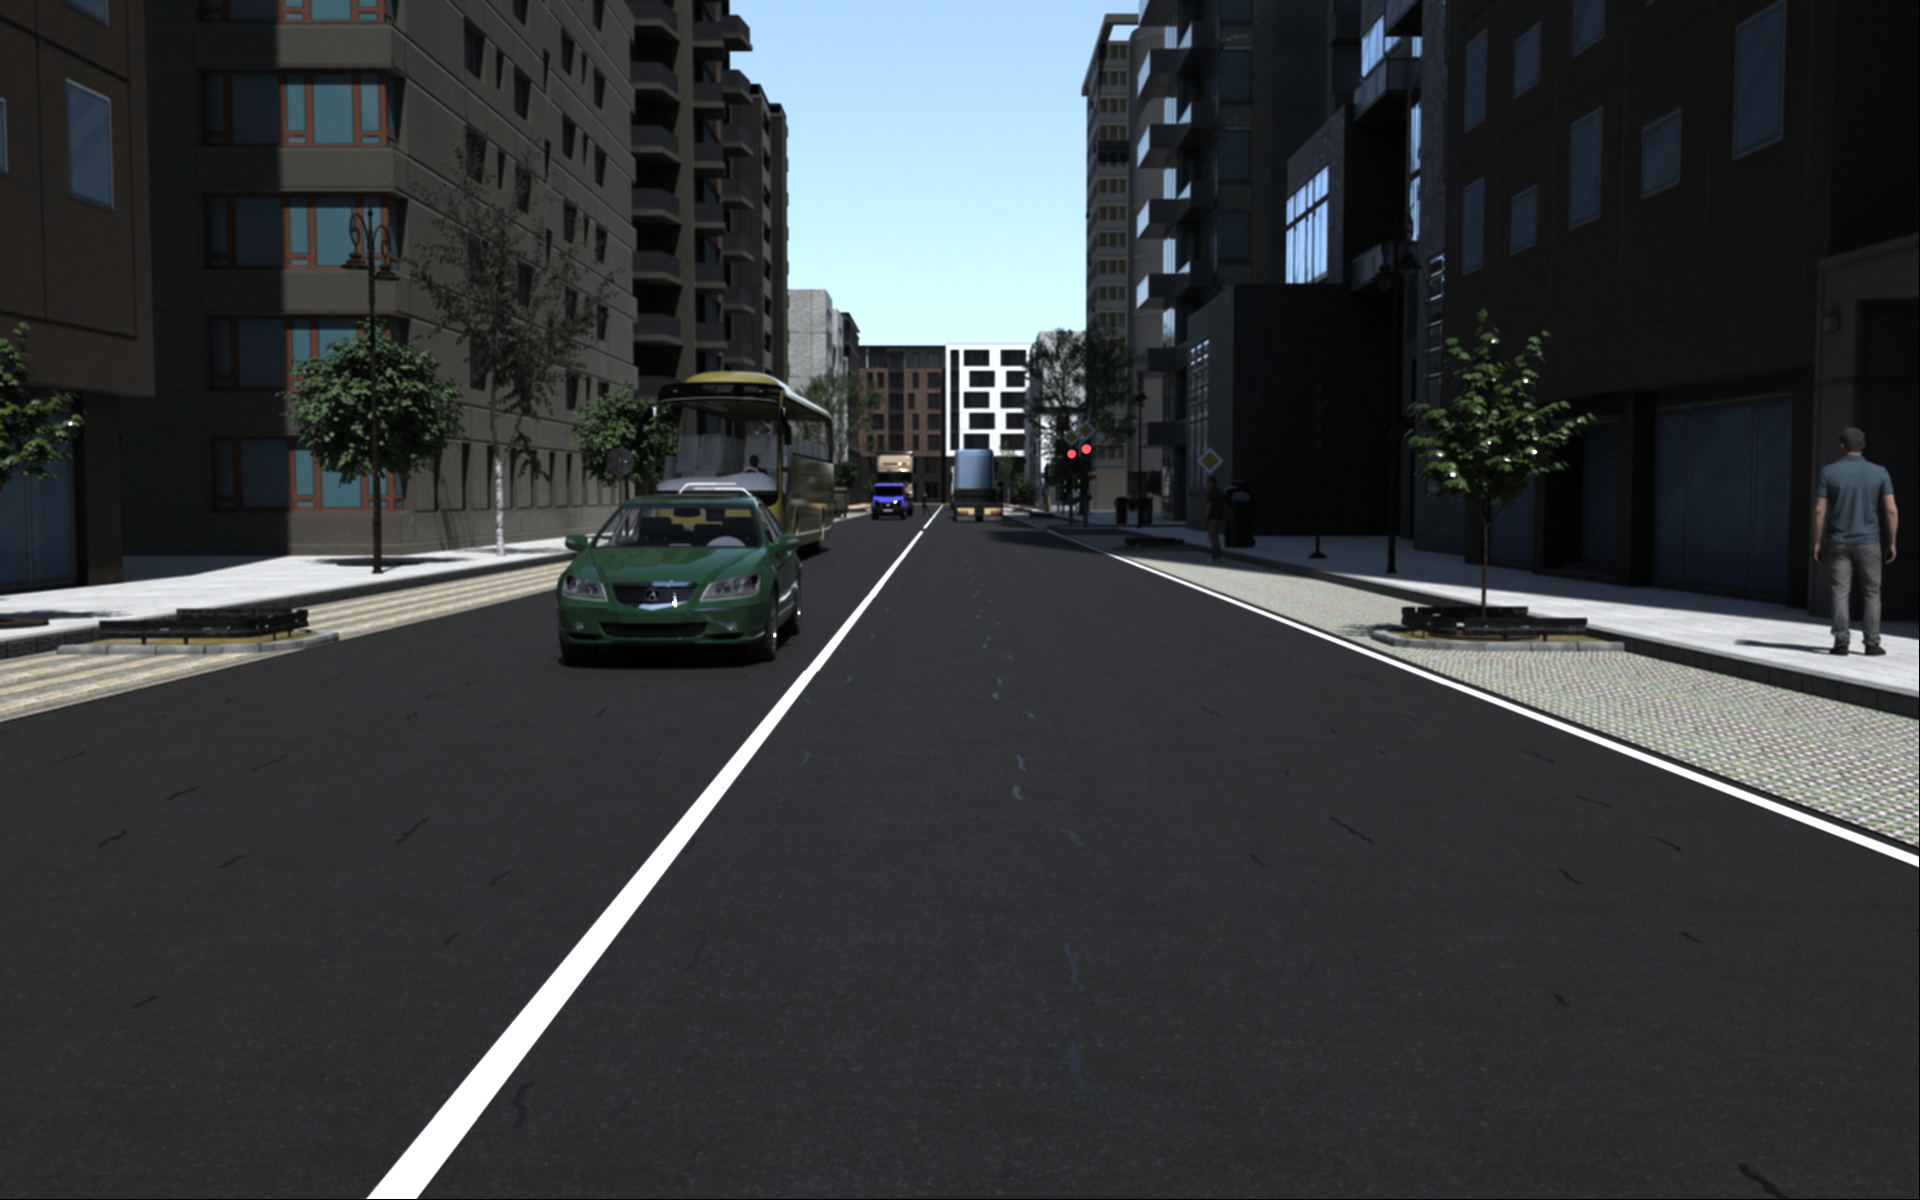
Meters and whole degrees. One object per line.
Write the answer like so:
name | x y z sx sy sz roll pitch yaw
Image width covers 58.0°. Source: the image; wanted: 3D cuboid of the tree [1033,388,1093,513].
tree | 6.725 -10.151 116.337 4.360 8.622 3.978 0 3 0

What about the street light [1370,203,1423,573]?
street light | 6.993 -3.371 27.896 0.468 5.910 1.993 0 4 0

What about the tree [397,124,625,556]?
tree | -9.243 -5.206 35.489 4.360 8.622 3.978 0 3 0

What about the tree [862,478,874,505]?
tree | -10.898 -12.946 206.262 1.663 3.219 1.824 0 3 0

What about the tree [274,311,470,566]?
tree | -10.647 -2.911 31.313 4.285 4.588 4.351 0 3 0

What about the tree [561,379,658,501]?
tree | -9.626 -4.024 49.511 4.285 4.588 4.351 0 3 0

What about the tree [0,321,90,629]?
tree | -9.294 -1.355 16.750 1.663 3.219 1.824 0 3 0

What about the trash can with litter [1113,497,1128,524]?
trash can with litter | 6.856 -3.837 74.119 0.624 1.170 1.055 0 4 2

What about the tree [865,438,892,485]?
tree | -10.358 -16.609 221.916 4.360 8.622 3.978 0 3 0

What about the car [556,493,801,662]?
car | -2.522 -0.278 16.337 2.131 1.459 4.920 0 4 -1

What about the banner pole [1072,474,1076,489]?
banner pole | 6.517 -6.746 100.314 0.401 3.779 0.863 -2 4 -27

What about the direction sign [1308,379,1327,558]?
direction sign | 7.161 -2.604 34.578 0.379 3.537 0.876 0 4 6

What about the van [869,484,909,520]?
van | -4.020 -5.773 98.768 2.240 2.365 5.245 0 4 0

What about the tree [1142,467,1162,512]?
tree | 13.863 -7.889 123.582 1.663 3.219 1.824 0 3 0

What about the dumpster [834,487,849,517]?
dumpster | -7.742 -5.959 105.645 1.865 1.857 1.264 0 4 1

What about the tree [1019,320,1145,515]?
tree | 7.352 -10.963 104.996 9.928 11.665 9.643 0 3 0

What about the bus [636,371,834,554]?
bus | -4.534 -2.860 38.305 2.896 3.916 12.252 0 4 1

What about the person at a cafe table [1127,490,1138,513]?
person at a cafe table | 12.004 -6.812 119.888 1.698 1.524 1.622 -1 4 -13

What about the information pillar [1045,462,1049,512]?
information pillar | 6.309 -8.245 126.156 0.183 3.616 0.504 2 4 28

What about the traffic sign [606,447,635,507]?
traffic sign | -9.233 -2.874 47.099 0.768 2.556 0.104 0 4 1

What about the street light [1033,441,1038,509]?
street light | 6.410 -10.725 148.148 0.468 5.910 1.993 0 4 0

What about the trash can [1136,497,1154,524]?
trash can | 7.826 -3.765 73.214 0.748 1.137 0.748 0 3 0

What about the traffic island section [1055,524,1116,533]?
traffic island section | 4.790 -2.662 65.802 2.009 0.180 2.903 0 4 0

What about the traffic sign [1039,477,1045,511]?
traffic sign | 6.191 -7.823 128.019 0.768 2.556 0.104 0 4 3

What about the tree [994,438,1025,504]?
tree | 6.599 -16.862 226.052 4.737 8.622 4.395 0 3 0

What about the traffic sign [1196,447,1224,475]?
traffic sign | 6.928 -2.947 47.920 0.795 2.593 0.064 0 4 6

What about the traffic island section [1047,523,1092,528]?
traffic island section | 4.750 -3.150 73.787 2.009 0.180 2.903 0 4 0

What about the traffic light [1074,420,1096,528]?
traffic light | 4.750 -4.695 65.688 0.839 4.253 0.868 0 4 0

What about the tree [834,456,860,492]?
tree | -10.035 -9.997 147.170 4.285 4.588 4.351 0 3 0

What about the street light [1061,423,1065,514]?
street light | 6.609 -8.442 110.812 0.468 5.910 1.993 0 4 0

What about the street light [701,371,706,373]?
street light | -9.540 -5.640 65.008 0.468 5.910 1.993 0 4 0

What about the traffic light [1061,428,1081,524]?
traffic light | 4.710 -5.184 73.673 0.839 4.253 0.868 0 4 0

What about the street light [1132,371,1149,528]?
street light | 6.758 -5.642 65.034 0.468 5.910 1.993 0 4 0

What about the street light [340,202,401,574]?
street light | -9.419 -3.366 27.824 0.468 5.910 1.993 0 4 0

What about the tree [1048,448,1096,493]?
tree | 7.834 -8.442 121.742 4.285 4.588 4.351 0 3 0

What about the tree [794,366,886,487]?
tree | -10.069 -13.091 139.795 9.928 11.665 9.643 0 3 0

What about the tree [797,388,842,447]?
tree | -10.284 -10.391 120.258 4.737 8.622 4.395 0 3 0
